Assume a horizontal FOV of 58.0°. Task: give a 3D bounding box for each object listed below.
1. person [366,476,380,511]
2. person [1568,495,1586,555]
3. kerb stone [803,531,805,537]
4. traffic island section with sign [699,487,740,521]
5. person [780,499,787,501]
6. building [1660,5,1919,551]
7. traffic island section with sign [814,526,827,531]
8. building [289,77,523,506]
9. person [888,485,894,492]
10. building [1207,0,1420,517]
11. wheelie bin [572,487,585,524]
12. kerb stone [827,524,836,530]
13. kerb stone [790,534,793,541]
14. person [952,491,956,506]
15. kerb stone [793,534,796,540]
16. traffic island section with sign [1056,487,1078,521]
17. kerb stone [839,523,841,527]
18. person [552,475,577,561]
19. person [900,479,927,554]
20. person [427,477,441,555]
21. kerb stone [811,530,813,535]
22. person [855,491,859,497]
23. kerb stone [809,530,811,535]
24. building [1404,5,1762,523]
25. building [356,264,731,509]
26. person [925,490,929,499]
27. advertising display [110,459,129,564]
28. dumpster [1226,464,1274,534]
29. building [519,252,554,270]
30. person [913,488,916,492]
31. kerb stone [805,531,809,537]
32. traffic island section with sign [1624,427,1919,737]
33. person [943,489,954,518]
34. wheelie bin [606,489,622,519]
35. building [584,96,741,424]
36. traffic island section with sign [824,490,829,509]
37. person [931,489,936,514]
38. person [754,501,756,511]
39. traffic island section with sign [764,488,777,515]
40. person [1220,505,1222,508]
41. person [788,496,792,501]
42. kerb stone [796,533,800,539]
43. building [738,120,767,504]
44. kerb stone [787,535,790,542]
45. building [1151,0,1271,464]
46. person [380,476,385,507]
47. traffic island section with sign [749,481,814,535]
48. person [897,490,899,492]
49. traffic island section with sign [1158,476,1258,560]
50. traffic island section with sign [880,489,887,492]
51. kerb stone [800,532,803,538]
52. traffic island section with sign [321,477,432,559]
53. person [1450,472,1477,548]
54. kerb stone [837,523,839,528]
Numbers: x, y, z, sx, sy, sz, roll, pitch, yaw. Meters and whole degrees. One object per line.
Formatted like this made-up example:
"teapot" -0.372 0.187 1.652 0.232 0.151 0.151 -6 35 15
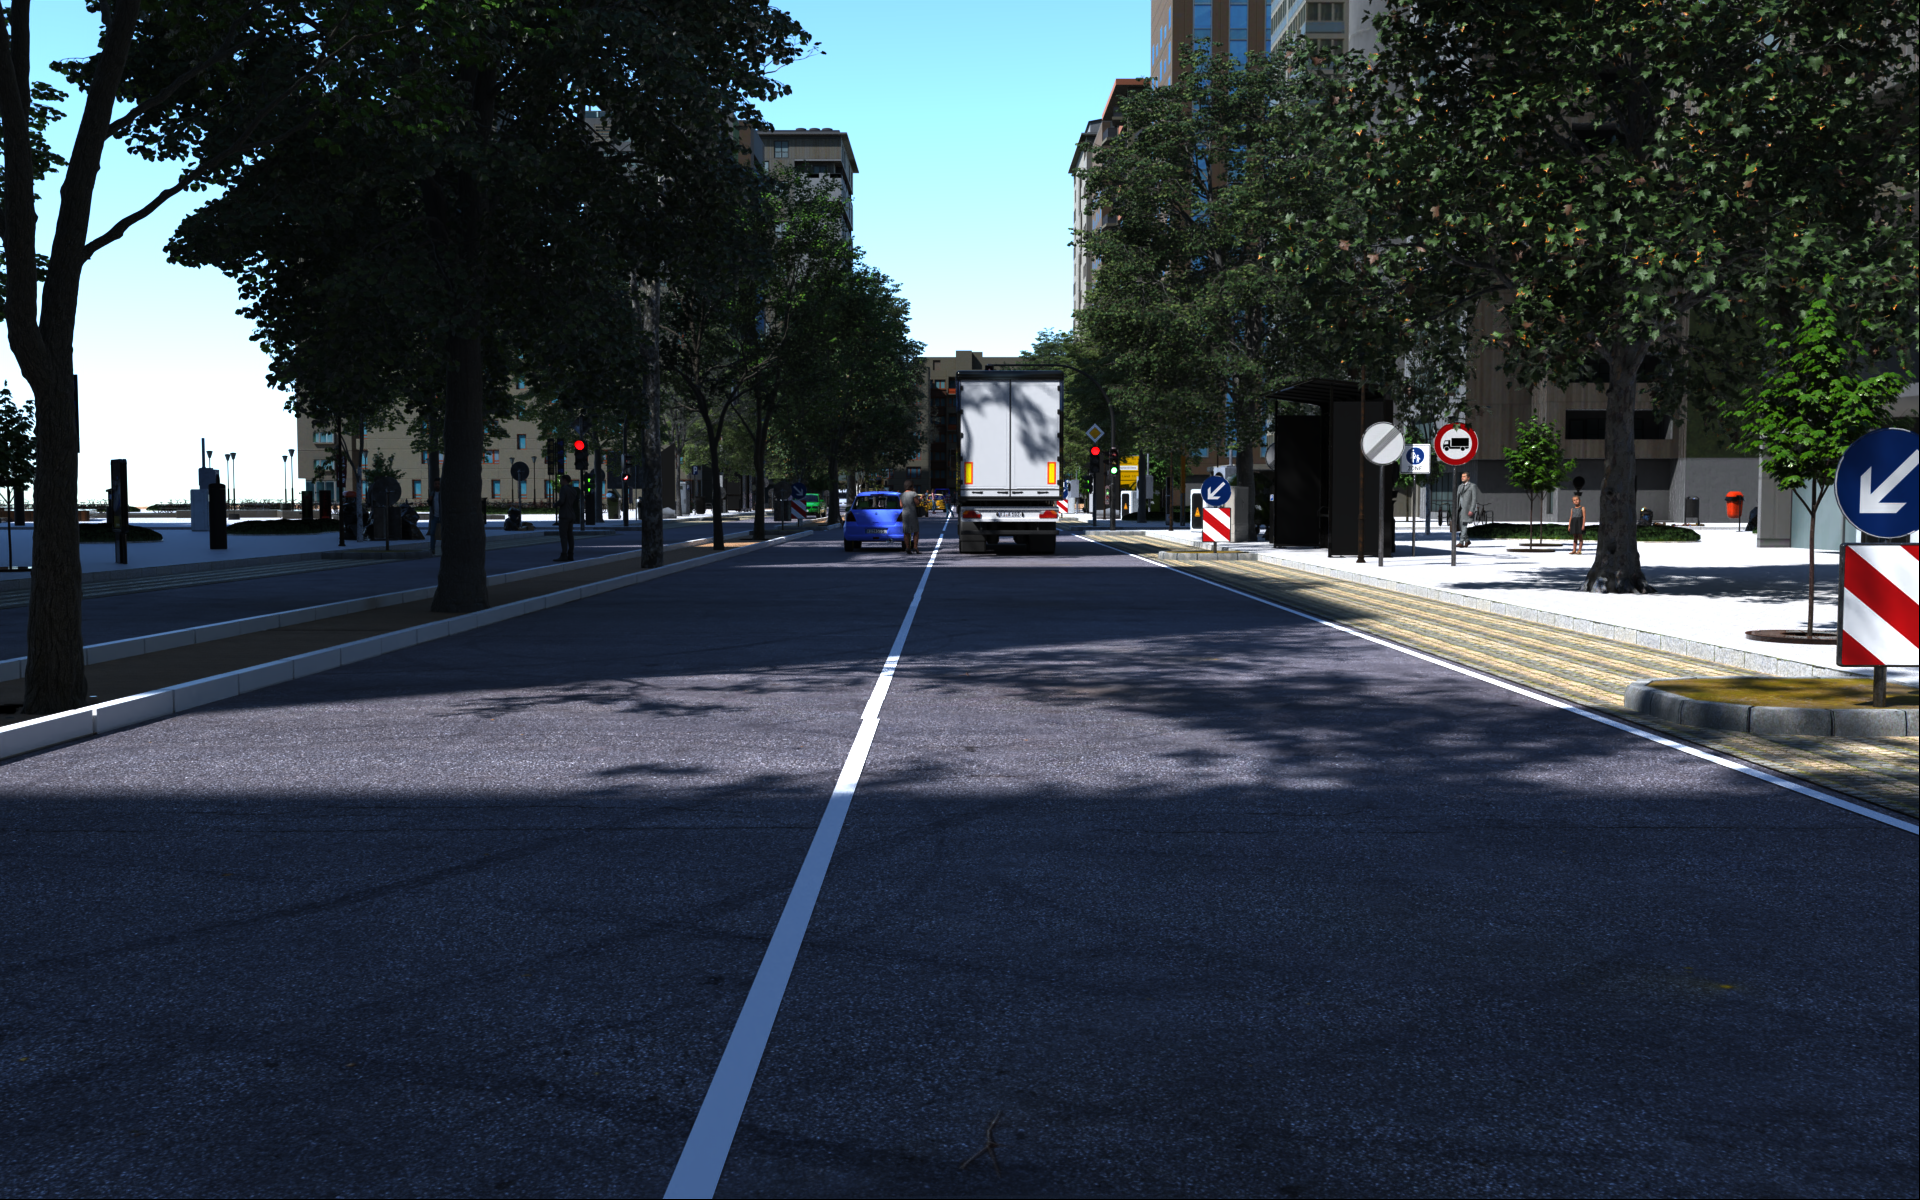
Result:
"person" -17.594 -2.812 52.117 0.850 1.850 0.679 -1 4 -18
"person" 13.053 -1.585 36.632 0.373 1.253 0.362 -2 4 -35
"kerb stone" -5.273 -2.126 56.955 0.120 0.150 1.000 0 3 0
"traffic island section with sign" -12.977 -5.204 93.706 1.989 1.847 2.006 0 3 0
"person" -10.978 -6.144 108.834 0.818 1.842 0.514 -1 4 -12
"building" 30.270 -26.828 27.881 28.713 52.752 27.495 0 3 0
"traffic island section with sign" -6.318 -3.688 68.437 2.006 1.907 1.989 0 3 0
"building" -62.715 -35.284 200.596 21.600 48.544 21.300 0 3 0
"person" -2.981 -4.045 74.812 0.419 1.800 0.721 -1 4 -18
"building" 31.840 -25.192 103.770 32.217 40.220 23.993 0 3 0
"wheelie bin" -16.577 -4.080 74.610 0.693 1.594 0.980 1 4 15
"kerb stone" -5.290 -2.975 70.843 0.120 0.150 1.000 0 3 0
"kerb stone" -5.268 -1.876 52.862 0.120 0.150 1.000 0 3 0
"person" -0.698 -12.066 206.305 0.617 1.759 0.750 3 4 38
"kerb stone" -5.276 -1.938 53.885 0.120 0.150 1.000 0 3 0
"traffic island section with sign" 5.346 -5.184 93.388 1.989 1.847 2.006 0 3 0
"kerb stone" -5.288 -3.162 73.914 0.120 0.150 1.000 0 3 0
"person" -8.490 -1.757 37.027 0.447 1.846 0.655 1 4 15
"person" -1.069 -1.989 41.384 0.716 1.782 0.532 2 4 33
"person" -12.032 -1.935 40.128 0.794 1.824 0.713 3 4 38
"kerb stone" -5.281 -2.308 60.034 0.120 0.150 1.000 0 3 0
"person" -8.744 -8.578 148.879 0.705 1.807 1.348 1 4 18
"kerb stone" -5.270 -2.252 59.012 0.120 0.150 1.000 0 3 0
"building" 30.029 -19.035 82.926 14.107 30.474 14.160 0 3 0
"building" -36.690 -19.200 158.965 27.650 21.520 28.899 0 3 0
"person" -2.827 -8.731 151.245 1.348 1.826 0.705 -3 5 -41
"advertising display" -15.545 -1.641 32.051 0.123 1.923 0.974 -2 4 -35
"dumpster" 9.013 -3.167 54.272 1.502 2.255 1.985 0 3 0
"building" -44.865 -26.501 204.993 14.107 30.474 14.160 0 3 0
"person" -3.103 -6.636 117.096 0.616 1.811 0.778 3 5 43
"kerb stone" -5.260 -2.189 57.987 0.120 0.150 1.000 0 3 0
"traffic island section with sign" 5.435 -0.151 11.103 1.989 1.847 2.006 0 3 0
"person" -0.694 -5.811 104.348 0.643 1.720 0.563 2 4 34
"wheelie bin" -17.729 -4.939 88.656 0.693 1.594 0.980 0 4 3
"building" -30.644 -30.350 179.822 14.154 41.232 14.086 0 3 0
"traffic island section with sign" -13.064 -9.905 170.572 1.989 1.847 2.006 0 3 0
"person" -1.912 -7.231 126.741 0.388 1.821 0.555 -1 4 -10
"person" -13.060 -6.339 112.237 0.694 1.812 0.767 2 4 32
"traffic island section with sign" -13.018 -6.852 120.661 1.989 1.847 2.006 0 3 0
"person" 8.903 -3.291 59.867 0.620 1.820 0.660 2 4 33
"person" -15.319 -9.161 156.492 0.551 1.740 0.621 0 4 1
"kerb stone" -5.265 -2.001 54.907 0.120 0.150 1.000 0 3 0
"building" -30.710 -33.854 203.630 14.200 45.320 14.600 0 3 0
"kerb stone" -5.261 -1.813 51.840 0.120 0.150 1.000 0 3 0
"building" 22.217 -29.519 132.739 14.600 45.320 14.200 0 3 0
"person" -18.193 -2.964 54.316 0.447 1.846 0.655 0 4 8
"traffic island section with sign" -6.319 -3.235 61.030 2.006 1.907 1.989 0 3 0
"person" -5.509 -8.910 154.157 0.705 1.826 1.348 1 4 9
"traffic island section with sign" 5.405 -1.800 38.058 1.989 1.847 2.006 0 3 0
"traffic island section with sign" -6.412 -8.284 143.576 2.006 1.907 1.989 0 3 0
"kerb stone" -5.266 -2.063 55.933 0.120 0.150 1.000 0 3 0
"traffic island section with sign" -12.916 -1.835 38.630 1.989 1.847 2.006 0 3 0
"person" 12.045 -2.160 41.462 0.767 1.812 0.694 -2 4 -30
"kerb stone" -5.279 -3.100 72.888 0.120 0.150 1.000 0 3 0
